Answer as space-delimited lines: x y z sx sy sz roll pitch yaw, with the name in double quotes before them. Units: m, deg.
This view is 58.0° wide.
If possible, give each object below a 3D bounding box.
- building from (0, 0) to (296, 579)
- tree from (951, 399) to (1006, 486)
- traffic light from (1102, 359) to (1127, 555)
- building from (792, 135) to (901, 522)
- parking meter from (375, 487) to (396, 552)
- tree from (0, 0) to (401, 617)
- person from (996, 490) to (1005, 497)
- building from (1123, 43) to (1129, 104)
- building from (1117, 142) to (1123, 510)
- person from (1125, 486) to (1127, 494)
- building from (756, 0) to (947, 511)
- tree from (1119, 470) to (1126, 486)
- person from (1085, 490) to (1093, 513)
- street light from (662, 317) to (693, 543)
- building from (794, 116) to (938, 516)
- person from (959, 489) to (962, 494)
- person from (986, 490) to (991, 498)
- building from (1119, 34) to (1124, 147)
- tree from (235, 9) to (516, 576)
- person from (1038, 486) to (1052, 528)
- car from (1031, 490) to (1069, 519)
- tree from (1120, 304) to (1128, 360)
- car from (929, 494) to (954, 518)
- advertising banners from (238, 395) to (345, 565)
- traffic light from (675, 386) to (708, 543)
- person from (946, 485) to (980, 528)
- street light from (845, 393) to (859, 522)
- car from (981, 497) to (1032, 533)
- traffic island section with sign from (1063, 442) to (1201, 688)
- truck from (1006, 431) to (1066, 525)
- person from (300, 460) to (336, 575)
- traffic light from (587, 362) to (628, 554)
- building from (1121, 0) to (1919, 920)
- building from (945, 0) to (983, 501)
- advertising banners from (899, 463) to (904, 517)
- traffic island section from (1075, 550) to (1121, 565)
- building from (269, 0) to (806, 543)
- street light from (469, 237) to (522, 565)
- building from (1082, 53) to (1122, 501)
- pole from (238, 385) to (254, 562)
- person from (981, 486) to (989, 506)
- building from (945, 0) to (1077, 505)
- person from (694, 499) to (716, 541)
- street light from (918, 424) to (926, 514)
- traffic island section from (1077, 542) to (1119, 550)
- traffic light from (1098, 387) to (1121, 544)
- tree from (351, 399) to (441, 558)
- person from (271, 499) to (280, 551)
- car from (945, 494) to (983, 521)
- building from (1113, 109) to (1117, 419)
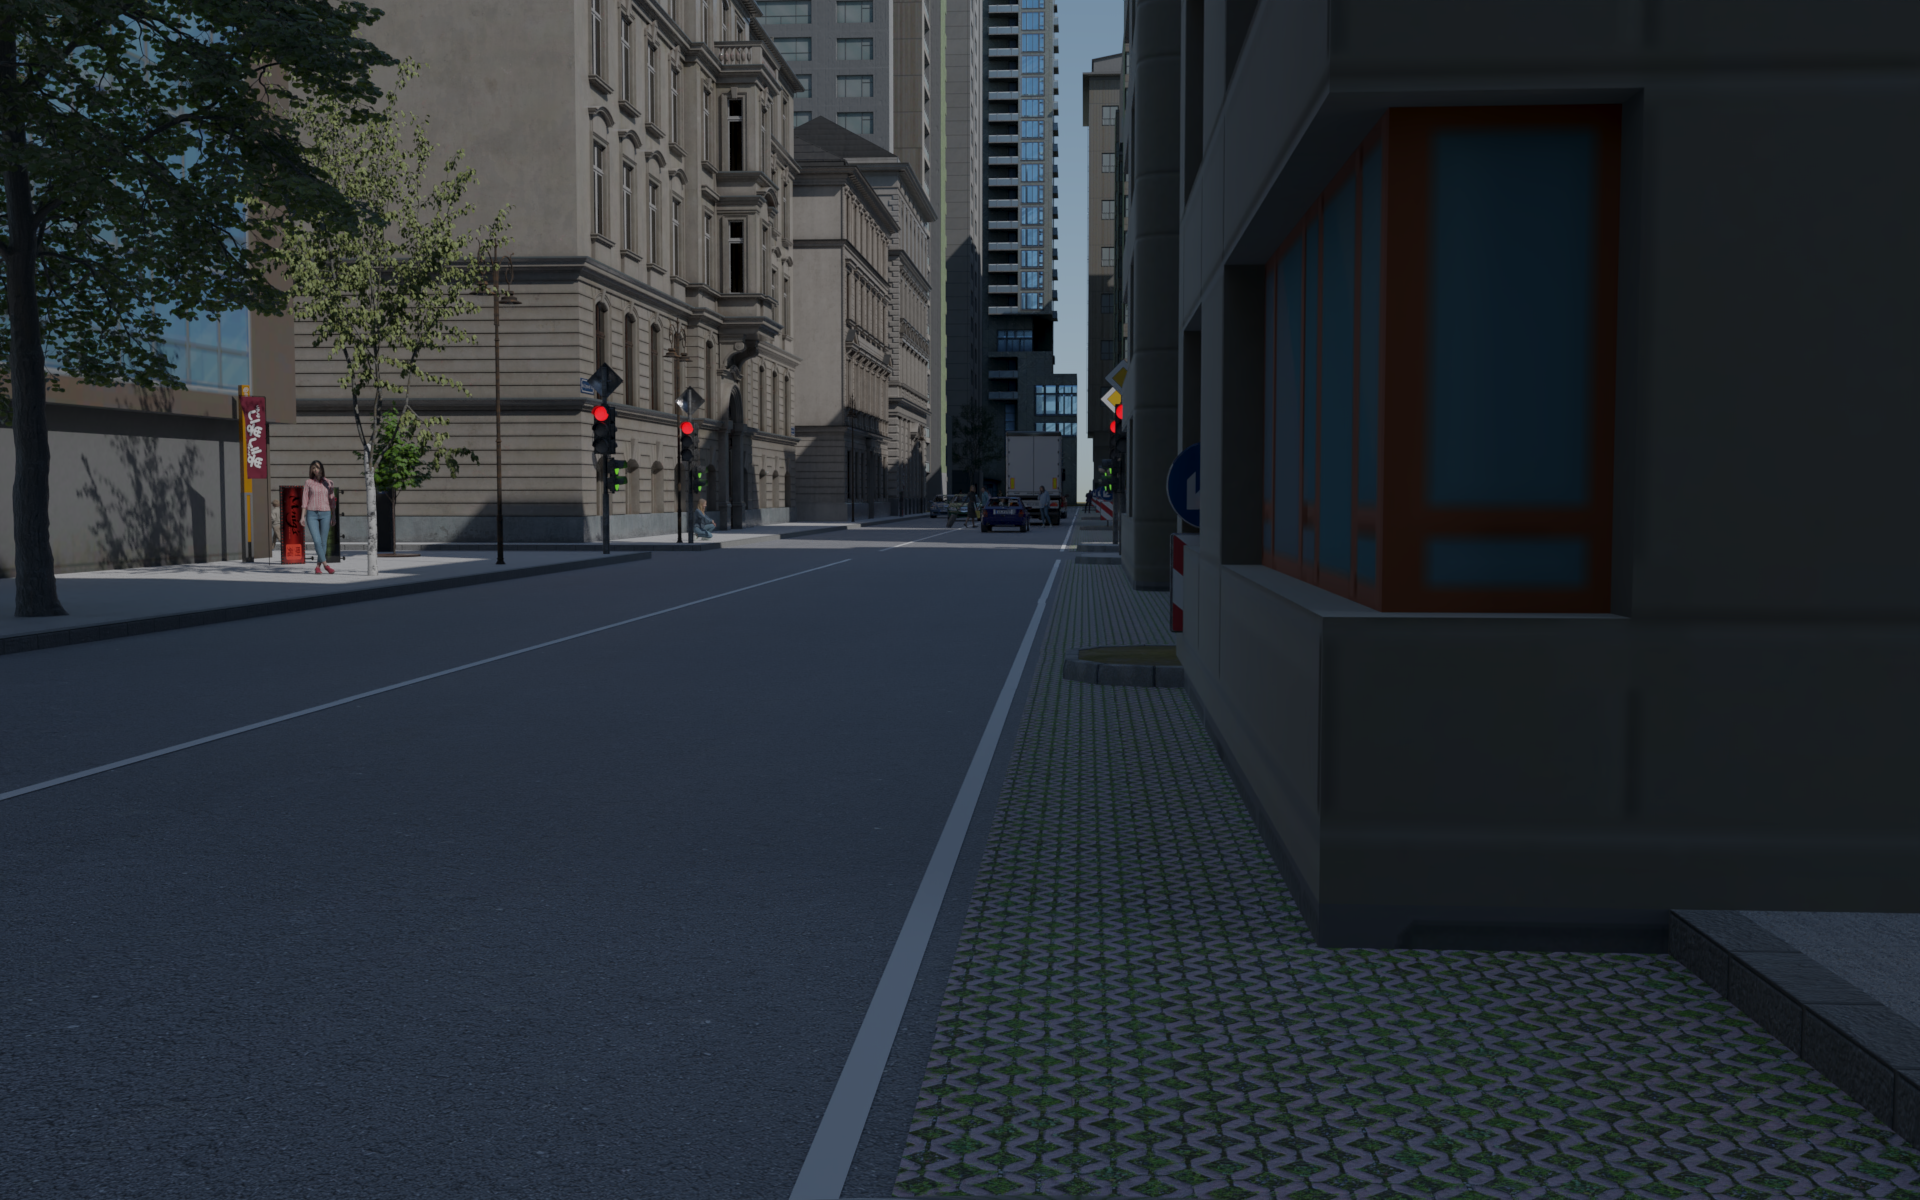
"building" -21.044 -23.086 27.574 14.200 45.320 14.600 0 4 4
"tree" 0.942 -14.420 170.175 8.767 10.594 7.601 2 4 24
"traffic light" 3.384 -2.891 36.185 0.839 4.253 0.868 0 4 4
"building" -9.297 -13.750 89.433 10.561 19.102 19.286 0 4 4
"parking meter" -12.717 -1.997 38.370 0.399 1.863 0.255 0 4 6
"tree" -9.601 -6.076 17.472 7.486 12.596 7.792 0 3 0
"person" 3.462 -8.634 149.762 1.348 1.812 0.705 3 5 44
"building" 19.247 -27.327 130.394 14.154 41.232 14.086 0 4 4
"building" 20.113 -22.817 144.766 14.160 30.474 14.107 0 4 4
"person" 10.449 -6.396 110.885 0.573 1.790 0.520 -1 4 -11
"building" -8.529 -27.119 126.993 14.154 41.232 14.086 0 4 4
"tree" 11.956 -7.796 122.064 1.663 3.219 1.824 0 3 0
"person" 9.547 -7.318 128.605 0.683 1.767 0.568 1 4 18
"street light" -7.383 -4.444 45.443 0.468 5.910 1.993 0 4 4
"building" -7.691 -17.141 109.134 11.050 23.489 19.941 0 4 4
"person" 0.158 -9.999 170.212 0.721 1.739 1.217 -2 4 -28
"person" 2.022 -7.261 127.882 0.551 1.740 0.621 -2 4 -29
"building" 22.866 -31.965 172.734 14.600 45.320 14.200 0 4 4
"tree" -9.116 -4.673 26.762 4.737 8.622 4.395 0 3 0
"person" 3.654 -4.006 74.263 0.793 1.790 0.793 1 4 14
"car" 5.300 -5.752 102.713 2.281 1.827 5.304 0 4 5
"tree" 7.514 -6.793 61.434 4.360 8.622 3.978 0 3 0
"car" -0.841 -5.650 104.374 2.014 1.417 4.499 0 4 3
"advertising banners" -12.133 -2.160 31.500 0.090 3.025 2.074 2 4 35
"traffic light" -6.980 -3.425 44.913 0.839 4.253 0.868 0 4 4
"person" 0.144 -3.976 73.731 1.509 1.804 0.699 -1 4 -15
"street light" -4.930 -6.534 79.625 0.468 5.910 1.993 0 4 4
"car" 1.746 -3.260 65.880 1.945 1.354 3.894 0 4 5
"traffic island section with sign" 1.817 -0.308 13.663 1.989 1.847 2.006 0 4 4
"truck" 3.625 -5.746 82.859 2.839 4.237 11.283 0 4 4
"person" -10.248 -1.320 27.634 0.555 1.821 0.388 -3 4 -37
"traffic light" -7.550 -2.937 36.949 0.839 4.253 0.868 0 4 4
"building" 15.944 -10.589 18.171 27.650 21.520 28.899 0 4 4
"building" -8.385 -45.716 185.704 20.611 71.187 20.563 0 4 4
"advertising banners" -3.254 -6.194 97.463 0.090 3.025 2.074 0 4 5
"traffic island section" 3.423 -0.857 36.296 2.009 0.180 2.903 0 4 4
"building" -13.795 -14.850 61.876 14.460 24.649 34.723 0 4 4
"street light" -8.385 -3.587 31.428 0.468 5.910 1.993 0 4 4
"building" 28.868 -38.247 214.581 27.495 52.752 28.713 0 4 4
"pole" -13.388 -2.363 32.472 0.158 3.312 0.155 0 3 0
"person" 1.338 -4.826 87.419 0.620 1.820 0.660 -2 4 -25
"building" -0.979 -55.070 213.061 31.000 86.520 22.319 0 4 4
"person" -6.997 -2.220 47.834 0.738 1.151 1.012 0 4 5
"street light" -2.511 -8.636 113.979 0.468 5.910 1.993 0 4 4
"traffic island section" 3.993 -1.344 44.261 2.009 0.180 2.903 0 4 4
"traffic light" 3.954 -3.378 44.150 0.839 4.253 0.868 0 4 4
"tree" -11.521 -2.485 35.230 1.663 3.219 1.824 0 3 0
"person" -16.740 -1.813 42.419 0.640 1.303 0.475 0 4 -4
"car" 0.317 -4.960 92.901 2.131 1.459 4.920 0 4 3
"building" 23.613 -30.787 186.958 14.154 41.232 14.086 0 4 4
